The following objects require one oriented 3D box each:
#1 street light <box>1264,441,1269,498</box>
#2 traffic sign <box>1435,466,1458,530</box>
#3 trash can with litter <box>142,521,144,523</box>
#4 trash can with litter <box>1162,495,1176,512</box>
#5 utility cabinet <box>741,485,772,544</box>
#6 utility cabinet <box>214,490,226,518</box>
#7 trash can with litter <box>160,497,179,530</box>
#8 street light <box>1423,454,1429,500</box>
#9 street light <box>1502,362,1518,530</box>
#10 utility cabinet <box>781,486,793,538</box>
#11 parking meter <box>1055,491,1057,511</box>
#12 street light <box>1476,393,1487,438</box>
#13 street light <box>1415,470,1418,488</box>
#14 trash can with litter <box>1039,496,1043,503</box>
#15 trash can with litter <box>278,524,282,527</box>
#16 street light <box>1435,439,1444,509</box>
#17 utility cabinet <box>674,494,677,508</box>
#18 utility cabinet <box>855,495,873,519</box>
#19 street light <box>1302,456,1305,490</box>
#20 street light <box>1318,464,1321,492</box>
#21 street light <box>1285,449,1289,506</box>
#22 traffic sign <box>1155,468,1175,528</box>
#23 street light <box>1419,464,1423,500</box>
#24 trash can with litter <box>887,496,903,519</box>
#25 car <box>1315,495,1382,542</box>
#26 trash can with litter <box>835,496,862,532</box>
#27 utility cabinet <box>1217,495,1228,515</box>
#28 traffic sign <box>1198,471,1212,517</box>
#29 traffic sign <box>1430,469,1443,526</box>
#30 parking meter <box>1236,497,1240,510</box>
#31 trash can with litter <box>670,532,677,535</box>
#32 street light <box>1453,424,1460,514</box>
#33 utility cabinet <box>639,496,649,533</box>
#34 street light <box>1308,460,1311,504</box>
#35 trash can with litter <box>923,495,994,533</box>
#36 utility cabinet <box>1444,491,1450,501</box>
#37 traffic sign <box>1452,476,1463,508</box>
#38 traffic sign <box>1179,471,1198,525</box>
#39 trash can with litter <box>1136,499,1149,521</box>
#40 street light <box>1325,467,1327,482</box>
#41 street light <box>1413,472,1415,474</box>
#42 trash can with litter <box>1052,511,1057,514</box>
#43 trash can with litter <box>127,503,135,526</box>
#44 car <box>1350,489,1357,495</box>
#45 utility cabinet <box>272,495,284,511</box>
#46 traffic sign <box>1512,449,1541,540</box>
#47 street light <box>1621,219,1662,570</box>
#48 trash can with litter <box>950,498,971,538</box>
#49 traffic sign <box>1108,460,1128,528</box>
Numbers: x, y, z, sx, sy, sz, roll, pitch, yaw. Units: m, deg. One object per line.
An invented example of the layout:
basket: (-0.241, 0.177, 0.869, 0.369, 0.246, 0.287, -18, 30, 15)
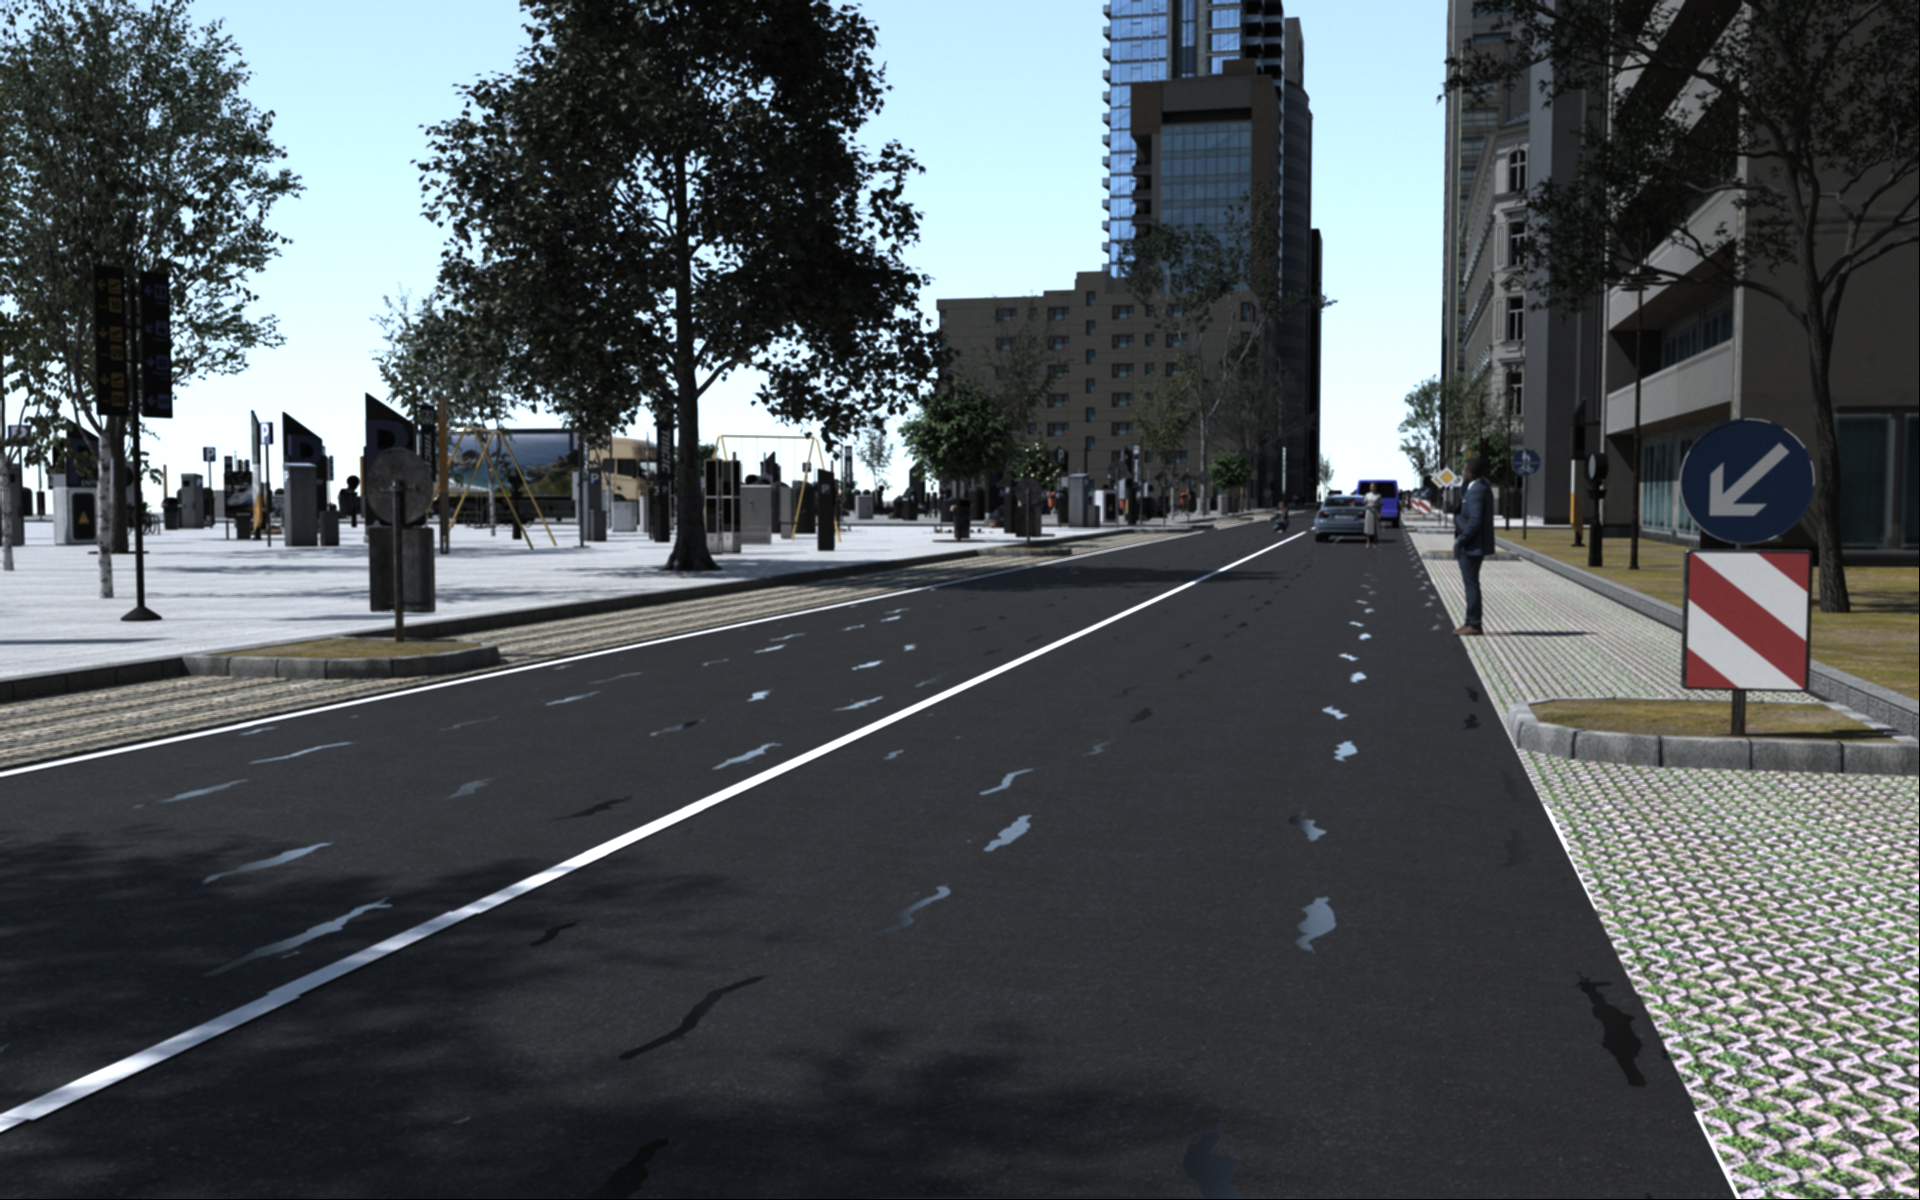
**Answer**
street light: (26.088, -10.707, 147.844, 0.468, 5.910, 1.993, 1, 4, 14)
traffic sign: (17.591, -3.609, 62.652, 0.795, 2.450, 0.064, 1, 4, 14)
trash can with litter: (-34.409, -3.688, 71.358, 1.678, 1.210, 2.233, 3, 5, 43)
trash can with litter: (14.605, -7.082, 126.843, 2.233, 1.210, 1.678, 1, 4, 18)
utility cabinet: (-5.377, -2.151, 43.844, 1.173, 1.500, 0.318, 0, 4, -2)
utility cabinet: (-43.076, -5.679, 101.527, 1.173, 1.500, 0.318, -2, 4, -31)
trash can with litter: (-28.525, -3.123, 62.444, 0.624, 1.170, 1.055, -2, 4, -30)
street light: (49.968, -12.967, 184.805, 0.468, 5.910, 1.993, 1, 4, 14)
street light: (19.321, -5.393, 60.961, 0.468, 5.910, 1.993, 1, 4, 14)
utility cabinet: (-5.008, -2.536, 50.140, 0.318, 1.500, 1.173, 0, 4, -4)
parking meter: (7.593, -7.759, 135.278, 0.372, 1.533, 0.369, 0, 3, 0)
street light: (23.761, -6.501, 79.077, 0.468, 5.910, 1.993, 1, 4, 14)
street light: (61.907, -15.919, 233.055, 0.468, 5.910, 1.993, 1, 4, 14)
trash can with litter: (6.498, -7.482, 133.717, 1.055, 1.170, 0.624, -1, 4, -17)
trash can with litter: (-26.310, -3.538, 68.905, 1.678, 1.210, 2.233, 1, 4, 10)
street light: (39.539, -10.378, 142.474, 0.468, 5.910, 1.993, 1, 4, 14)
utility cabinet: (-20.559, -7.247, 127.162, 0.318, 1.500, 1.173, 2, 4, 31)
utility cabinet: (-4.899, -4.745, 88.748, 1.020, 1.237, 0.306, -3, 5, -44)
street light: (41.987, -14.620, 211.826, 0.468, 5.910, 1.993, 1, 4, 14)
street light: (54.114, -17.607, 260.665, 0.468, 5.910, 1.993, 1, 4, 14)
street light: (33.912, -12.641, 179.467, 0.468, 5.910, 1.993, 1, 4, 14)
traffic sign: (7.699, -3.760, 65.115, 0.795, 2.450, 0.064, 1, 4, 14)
street light: (57.820, -14.901, 216.421, 0.468, 5.910, 1.993, 1, 4, 14)
trash can with litter: (-3.279, -4.813, 90.072, 0.624, 1.170, 1.055, 2, 4, 32)
car: (11.808, -2.495, 52.801, 2.014, 1.417, 4.499, 1, 4, 16)
trash can with litter: (-4.301, -2.993, 59.990, 1.678, 1.210, 2.233, -1, 4, -22)
utility cabinet: (16.014, -5.770, 105.496, 0.306, 1.237, 1.020, 2, 4, 31)
traffic sign: (13.466, -5.829, 95.404, 0.768, 2.556, 0.104, 1, 4, 20)
traffic sign: (19.511, -4.083, 70.404, 0.795, 2.450, 0.064, 1, 4, 14)
parking meter: (22.278, -7.988, 139.008, 0.372, 1.533, 0.369, 0, 3, 0)
trash can with litter: (-8.808, -2.705, 55.285, 1.678, 1.210, 2.233, 0, 4, 1)
street light: (31.714, -8.444, 110.852, 0.468, 5.910, 1.993, 1, 4, 14)
utility cabinet: (-10.453, -2.843, 57.637, 0.306, 1.237, 1.020, -1, 4, -18)
street light: (46.229, -15.674, 229.058, 0.468, 5.910, 1.993, 1, 4, 14)
trash can with litter: (-0.016, -2.818, 57.138, 2.233, 1.210, 1.678, 1, 4, 11)
utility cabinet: (33.089, -6.603, 116.636, 1.173, 1.500, 0.318, -2, 4, -35)
traffic sign: (28.311, -5.903, 98.641, 0.606, 2.300, 0.079, 1, 4, 19)
traffic sign: (9.620, -4.234, 72.867, 0.795, 2.450, 0.064, 1, 4, 14)
trash can with litter: (8.539, -4.344, 82.407, 0.624, 1.170, 1.055, -3, 5, -42)
street light: (61.891, -19.564, 292.661, 0.468, 5.910, 1.993, 1, 4, 14)
street light: (69.993, -17.905, 265.531, 0.468, 5.910, 1.993, 1, 4, 14)
trash can with litter: (6.630, -6.330, 114.554, 1.678, 1.210, 2.233, -2, 4, -27)
trash can with litter: (-33.158, -3.492, 68.482, 1.055, 1.170, 0.624, -2, 4, -28)
car: (28.402, -6.888, 121.294, 2.281, 1.827, 5.304, 1, 4, 16)
utility cabinet: (-39.123, -5.425, 99.856, 1.020, 1.237, 0.306, -1, 4, -21)
traffic sign: (15.855, -2.964, 48.560, 0.768, 2.556, 0.104, 1, 4, 18)
street light: (11.487, -3.459, 29.341, 0.468, 5.910, 1.993, 1, 4, 14)
trash can with litter: (0.007, -2.369, 50.122, 0.624, 1.170, 1.055, 0, 4, -2)
traffic sign: (5.908, -3.963, 64.896, 0.768, 2.556, 0.104, 1, 4, 17)
